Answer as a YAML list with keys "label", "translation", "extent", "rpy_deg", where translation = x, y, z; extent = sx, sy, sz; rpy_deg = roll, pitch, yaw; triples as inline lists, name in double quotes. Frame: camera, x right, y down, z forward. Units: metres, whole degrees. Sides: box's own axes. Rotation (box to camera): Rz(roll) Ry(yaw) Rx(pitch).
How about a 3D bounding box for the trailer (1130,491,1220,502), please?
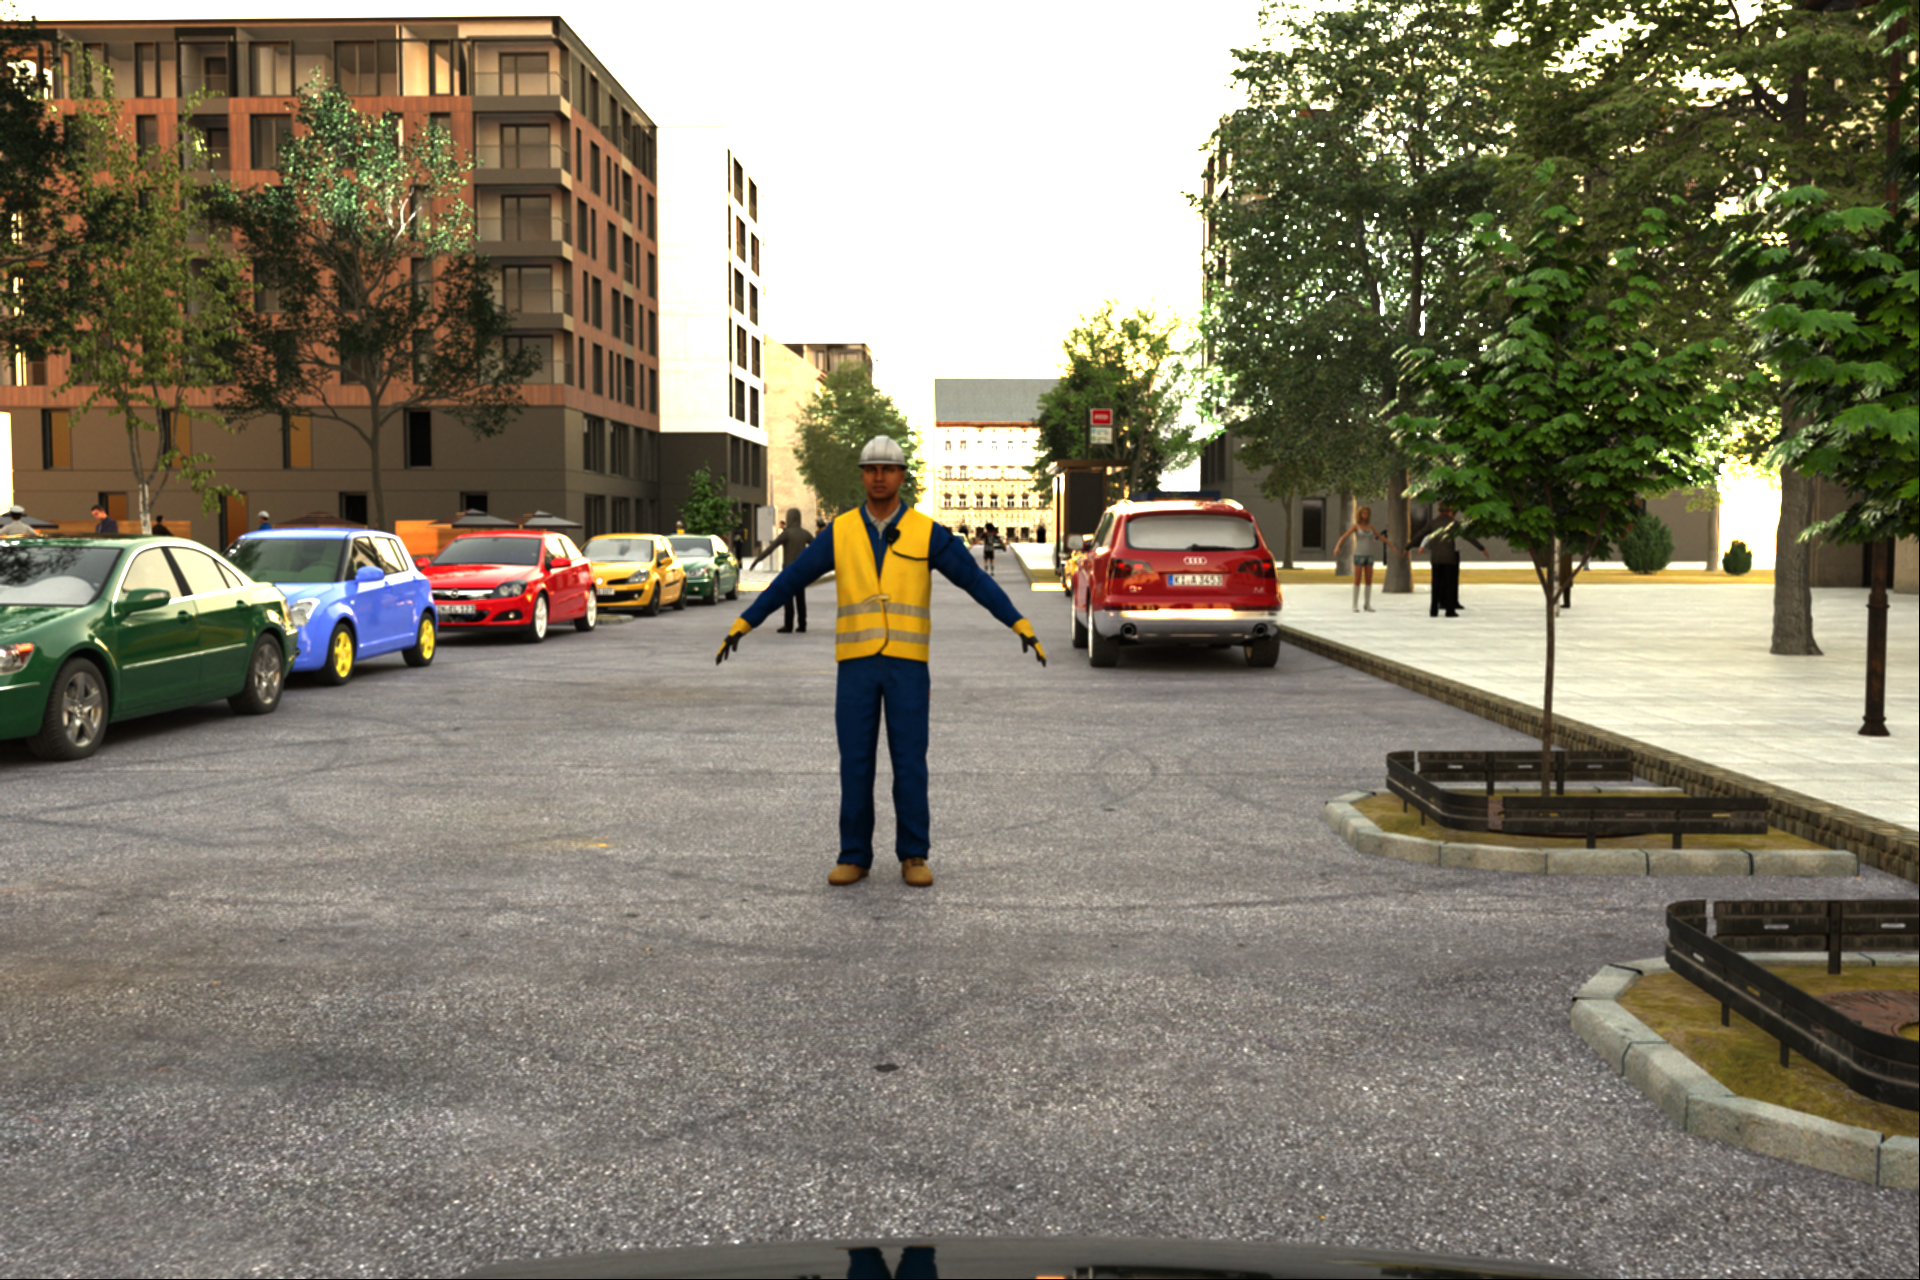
- label: "trailer"
  translation: [2.972, -1.086, 24.812]
  extent: [1.471, 1.999, 3.904]
  rpy_deg: [0, 4, 1]

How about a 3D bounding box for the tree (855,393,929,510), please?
- label: "tree"
  translation: [-5.953, -13.560, 139.840]
  extent: [7.486, 12.596, 7.792]
  rpy_deg: [0, 3, 0]

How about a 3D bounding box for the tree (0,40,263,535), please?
- label: "tree"
  translation: [-12.509, -4.644, 26.287]
  extent: [4.737, 8.622, 4.395]
  rpy_deg: [0, 3, 0]

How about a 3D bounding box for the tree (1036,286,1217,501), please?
- label: "tree"
  translation: [7.102, -9.040, 73.566]
  extent: [9.928, 11.665, 9.643]
  rpy_deg: [0, 3, 0]

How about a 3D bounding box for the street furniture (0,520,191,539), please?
- label: "street furniture"
  translation: [-29.853, -3.071, 57.057]
  extent: [11.010, 1.723, 9.812]
  rpy_deg: [3, 4, 36]

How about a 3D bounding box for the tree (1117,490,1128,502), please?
- label: "tree"
  translation: [23.874, -18.428, 235.704]
  extent: [7.601, 10.594, 8.767]
  rpy_deg: [0, 4, -2]

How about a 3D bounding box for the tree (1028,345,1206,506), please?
- label: "tree"
  translation: [7.482, -9.074, 82.779]
  extent: [8.767, 10.594, 7.601]
  rpy_deg: [0, 4, 2]

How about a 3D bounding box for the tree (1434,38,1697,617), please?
- label: "tree"
  translation: [9.092, -4.644, 26.296]
  extent: [4.360, 8.622, 3.978]
  rpy_deg: [0, 3, 0]

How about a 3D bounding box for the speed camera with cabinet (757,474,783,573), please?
- label: "speed camera with cabinet"
  translation: [-6.363, -3.891, 57.956]
  extent: [0.660, 3.252, 2.038]
  rpy_deg: [0, 4, 3]

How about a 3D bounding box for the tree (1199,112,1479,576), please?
- label: "tree"
  translation: [11.828, -8.949, 52.972]
  extent: [9.857, 13.997, 8.962]
  rpy_deg: [0, 3, 0]

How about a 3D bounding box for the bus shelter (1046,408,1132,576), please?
- label: "bus shelter"
  translation: [3.784, -4.597, 52.794]
  extent: [2.179, 5.291, 8.768]
  rpy_deg: [0, 3, 0]

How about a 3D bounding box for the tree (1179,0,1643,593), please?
- label: "tree"
  translation: [9.668, -7.997, 37.414]
  extent: [9.857, 13.997, 8.962]
  rpy_deg: [0, 3, 0]

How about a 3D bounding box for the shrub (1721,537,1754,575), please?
- label: "shrub"
  translation: [24.108, -2.606, 53.717]
  extent: [1.383, 1.207, 1.383]
  rpy_deg: [0, 3, 0]

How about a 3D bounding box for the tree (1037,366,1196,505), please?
- label: "tree"
  translation: [8.293, -9.638, 91.996]
  extent: [8.767, 10.594, 7.601]
  rpy_deg: [0, 4, 3]

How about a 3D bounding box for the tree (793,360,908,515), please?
- label: "tree"
  translation: [-7.350, -11.935, 113.258]
  extent: [7.486, 12.596, 7.792]
  rpy_deg: [0, 3, 0]

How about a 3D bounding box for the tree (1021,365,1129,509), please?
- label: "tree"
  translation: [7.960, -12.120, 116.292]
  extent: [7.486, 12.596, 7.792]
  rpy_deg: [0, 3, 0]

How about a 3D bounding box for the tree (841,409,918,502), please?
- label: "tree"
  translation: [-6.504, -11.624, 124.458]
  extent: [7.601, 10.594, 8.767]
  rpy_deg: [-1, 4, -8]

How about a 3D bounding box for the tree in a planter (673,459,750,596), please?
- label: "tree in a planter"
  translation: [-6.066, -2.689, 41.189]
  extent: [1.991, 3.239, 1.994]
  rpy_deg: [0, 4, 1]

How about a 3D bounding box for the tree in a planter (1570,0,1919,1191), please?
- label: "tree in a planter"
  translation: [2.748, -0.445, 4.506]
  extent: [1.991, 3.239, 1.994]
  rpy_deg: [0, 4, 2]

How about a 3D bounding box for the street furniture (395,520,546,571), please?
- label: "street furniture"
  translation: [-17.352, -3.165, 58.603]
  extent: [9.812, 1.723, 11.010]
  rpy_deg: [3, 5, 42]

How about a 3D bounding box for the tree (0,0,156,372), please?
- label: "tree"
  translation: [-12.510, -5.133, 18.329]
  extent: [7.601, 10.594, 8.767]
  rpy_deg: [-2, 4, -33]

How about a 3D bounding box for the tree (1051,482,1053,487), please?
- label: "tree"
  translation: [9.523, -11.907, 145.048]
  extent: [4.360, 8.622, 3.978]
  rpy_deg: [0, 3, 0]

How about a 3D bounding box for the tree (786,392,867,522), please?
- label: "tree"
  translation: [-7.409, -8.530, 89.823]
  extent: [4.360, 8.622, 3.978]
  rpy_deg: [0, 3, 0]

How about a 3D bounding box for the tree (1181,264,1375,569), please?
- label: "tree"
  translation: [11.902, -8.388, 62.906]
  extent: [9.928, 11.665, 9.643]
  rpy_deg: [0, 3, 0]

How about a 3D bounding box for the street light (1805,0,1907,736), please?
- label: "street light"
  translation: [5.840, -2.330, 10.889]
  extent: [0.468, 5.910, 1.993]
  rpy_deg: [0, 4, 2]

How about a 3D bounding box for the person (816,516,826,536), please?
- label: "person"
  translation: [-4.550, -3.099, 56.432]
  extent: [0.705, 1.858, 1.354]
  rpy_deg: [-1, 4, -16]

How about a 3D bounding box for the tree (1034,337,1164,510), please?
- label: "tree"
  translation: [7.961, -11.139, 100.242]
  extent: [7.486, 12.596, 7.792]
  rpy_deg: [0, 3, 0]

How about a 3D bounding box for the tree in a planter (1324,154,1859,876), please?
- label: "tree in a planter"
  translation: [2.805, -0.670, 8.184]
  extent: [1.991, 3.239, 1.994]
  rpy_deg: [0, 4, 2]

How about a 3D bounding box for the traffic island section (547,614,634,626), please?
- label: "traffic island section"
  translation: [-6.387, -0.321, 28.121]
  extent: [1.991, 0.108, 1.994]
  rpy_deg: [0, 4, 1]

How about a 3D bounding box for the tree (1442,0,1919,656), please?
- label: "tree"
  translation: [8.661, -6.094, 17.766]
  extent: [7.486, 12.596, 7.792]
  rpy_deg: [0, 3, 0]

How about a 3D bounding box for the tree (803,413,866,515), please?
- label: "tree"
  translation: [-6.937, -9.461, 105.056]
  extent: [4.360, 8.622, 3.978]
  rpy_deg: [0, 3, 0]

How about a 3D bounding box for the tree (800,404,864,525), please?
- label: "tree"
  translation: [-7.591, -9.061, 98.505]
  extent: [4.360, 8.622, 3.978]
  rpy_deg: [0, 3, 0]

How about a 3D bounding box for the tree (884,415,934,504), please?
- label: "tree"
  translation: [-6.143, -13.720, 150.082]
  extent: [9.928, 11.665, 9.643]
  rpy_deg: [0, 3, 0]

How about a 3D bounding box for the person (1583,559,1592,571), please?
- label: "person"
  translation: [21.934, -3.128, 60.416]
  extent: [0.599, 1.433, 0.991]
  rpy_deg: [-1, 4, -12]

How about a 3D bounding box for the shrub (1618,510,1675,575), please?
- label: "shrub"
  translation: [21.751, -3.112, 54.926]
  extent: [1.661, 2.075, 1.752]
  rpy_deg: [0, 3, 0]

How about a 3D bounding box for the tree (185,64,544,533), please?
- label: "tree"
  translation: [-12.162, -6.176, 35.384]
  extent: [7.601, 10.594, 8.767]
  rpy_deg: [-1, 4, -17]

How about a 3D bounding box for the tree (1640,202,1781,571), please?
- label: "tree"
  translation: [26.498, -8.667, 59.830]
  extent: [7.486, 12.596, 7.792]
  rpy_deg: [0, 3, 0]
